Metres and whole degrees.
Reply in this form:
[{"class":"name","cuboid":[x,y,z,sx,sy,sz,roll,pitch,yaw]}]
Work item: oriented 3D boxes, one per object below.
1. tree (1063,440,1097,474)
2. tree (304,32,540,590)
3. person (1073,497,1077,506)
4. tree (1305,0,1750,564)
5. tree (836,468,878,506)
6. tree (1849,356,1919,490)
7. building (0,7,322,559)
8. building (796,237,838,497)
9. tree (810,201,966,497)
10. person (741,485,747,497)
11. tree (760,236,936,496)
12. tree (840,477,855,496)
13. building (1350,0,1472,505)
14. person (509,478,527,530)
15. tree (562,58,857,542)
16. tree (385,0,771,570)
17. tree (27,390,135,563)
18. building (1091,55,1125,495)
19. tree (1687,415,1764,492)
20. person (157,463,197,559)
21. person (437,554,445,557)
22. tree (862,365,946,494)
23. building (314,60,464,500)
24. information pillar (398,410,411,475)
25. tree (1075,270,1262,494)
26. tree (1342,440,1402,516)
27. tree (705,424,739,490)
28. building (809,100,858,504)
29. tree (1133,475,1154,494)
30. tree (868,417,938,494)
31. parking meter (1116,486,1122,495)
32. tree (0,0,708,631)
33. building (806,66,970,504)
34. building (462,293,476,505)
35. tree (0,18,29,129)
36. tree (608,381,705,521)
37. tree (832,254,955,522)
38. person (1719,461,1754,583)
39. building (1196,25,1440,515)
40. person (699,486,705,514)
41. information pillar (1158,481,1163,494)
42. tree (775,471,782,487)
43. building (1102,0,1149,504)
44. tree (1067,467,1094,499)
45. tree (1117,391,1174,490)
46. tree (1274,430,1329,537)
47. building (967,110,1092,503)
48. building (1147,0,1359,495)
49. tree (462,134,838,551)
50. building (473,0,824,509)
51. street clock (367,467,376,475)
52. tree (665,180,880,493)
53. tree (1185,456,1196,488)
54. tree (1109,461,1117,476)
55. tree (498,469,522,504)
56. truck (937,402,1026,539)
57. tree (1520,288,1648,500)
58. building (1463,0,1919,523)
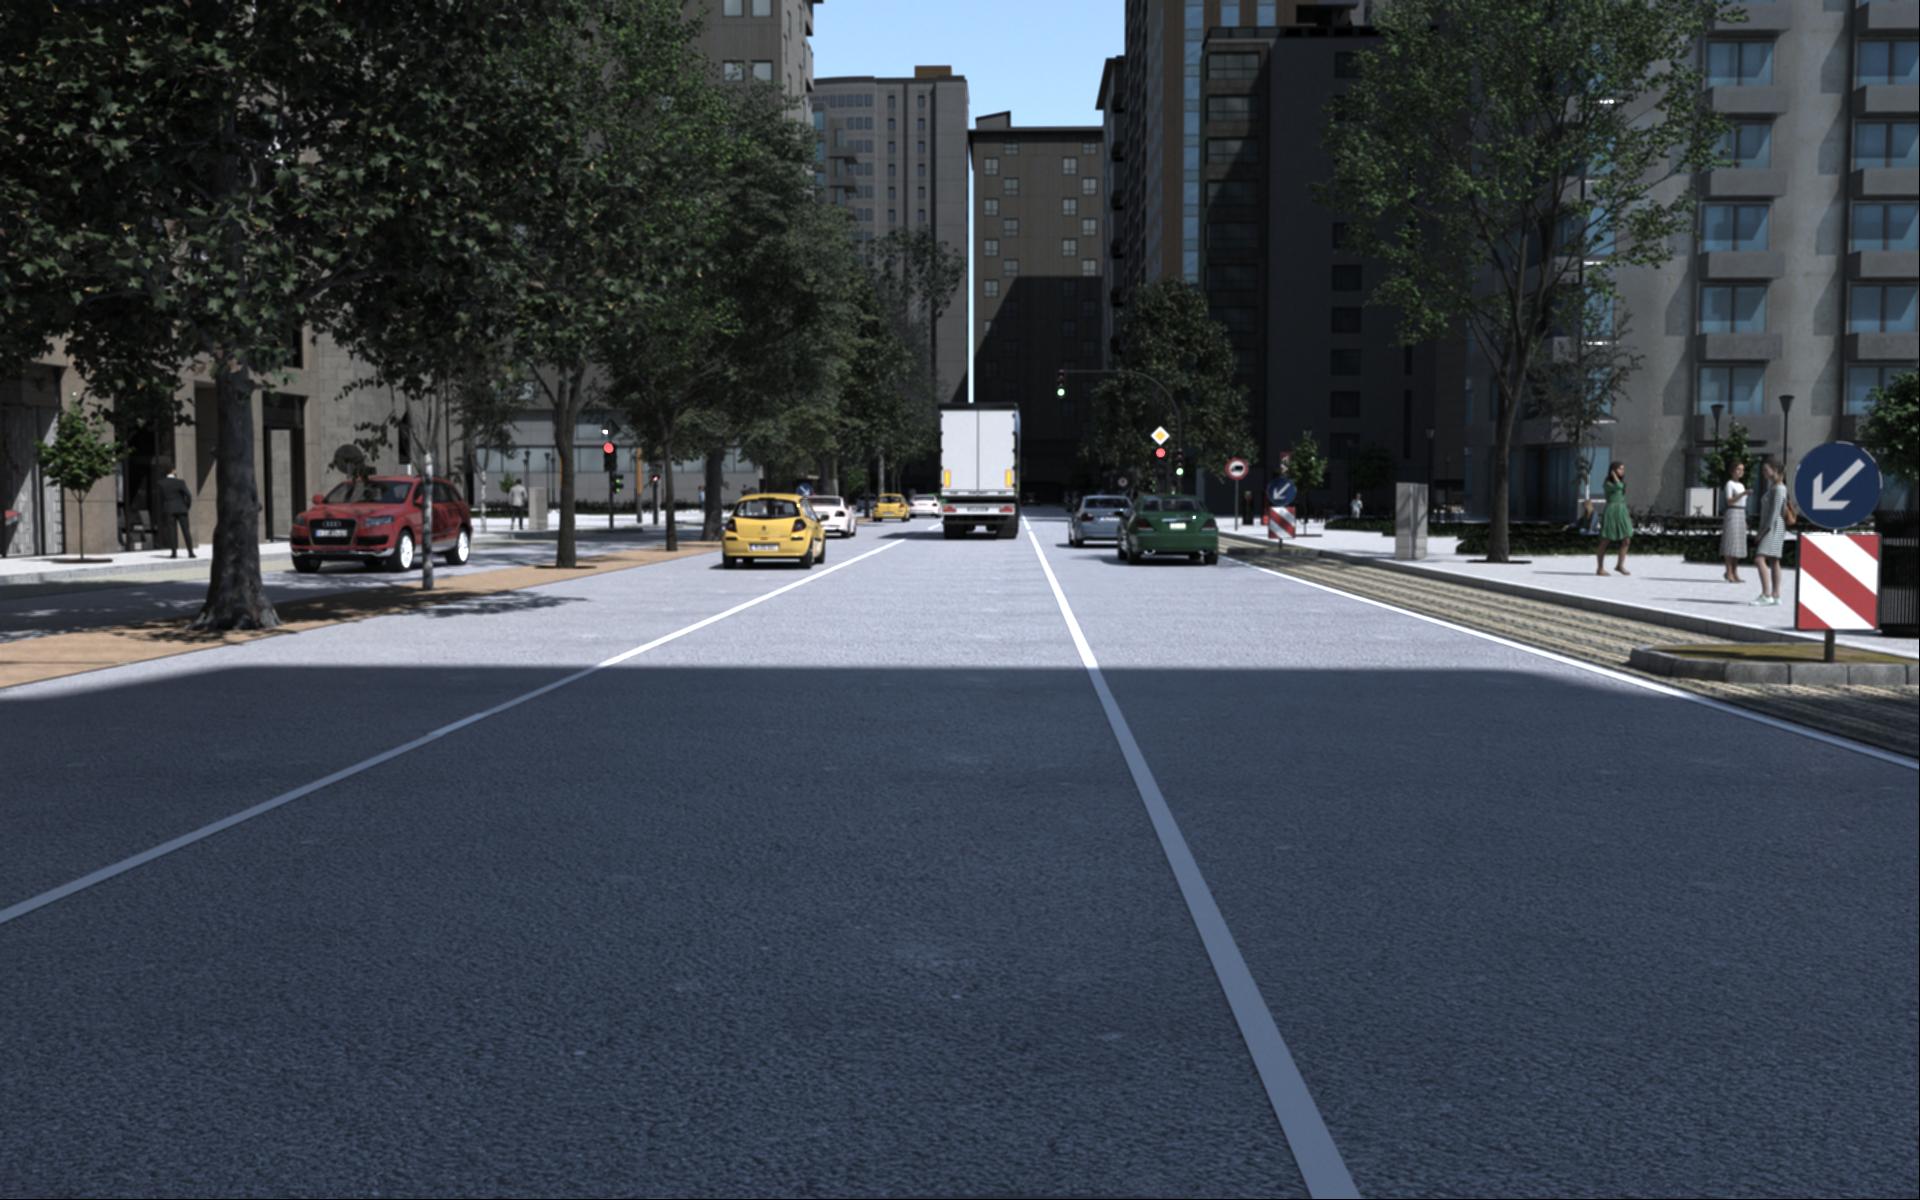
[{"class":"tree","cuboid":[15.759,-16.765,224.465,4.737,8.622,4.395,0,3,0]},{"class":"tree","cuboid":[-7.883,-4.452,25.615,4.360,8.622,3.978,0,3,0]},{"class":"person","cuboid":[9.565,-7.983,144.036,0.505,1.210,0.382,2,4,32]},{"class":"tree","cuboid":[10.179,-6.487,31.822,9.928,11.665,9.643,0,3,0]},{"class":"tree","cuboid":[-11.577,-12.914,194.849,4.285,4.588,4.351,0,3,0]},{"class":"tree","cuboid":[21.597,-3.363,38.702,4.285,4.588,4.351,0,3,0]},{"class":"building","cuboid":[-27.937,-13.850,30.963,19.350,26.468,34.151,0,4,2]},{"class":"building","cuboid":[-20.628,-25.154,182.965,14.160,30.474,14.107,0,4,2]},{"class":"tree","cuboid":[-6.286,-15.535,112.340,12.611,20.169,13.585,0,3,0]},{"class":"person","cuboid":[-14.340,-6.713,115.160,0.474,1.900,0.648,0,4,1]},{"class":"tree","cuboid":[-5.947,-9.549,75.586,9.611,12.733,9.660,0,3,0]},{"class":"tree","cuboid":[-11.927,-11.518,182.916,1.663,3.219,1.824,0,3,0]},{"class":"building","cuboid":[57.313,-47.053,207.569,20.611,71.187,20.563,0,4,2]},{"class":"person","cuboid":[-15.806,-3.426,61.898,0.661,1.843,0.795,0,4,-2]},{"class":"tree","cuboid":[-7.470,-8.728,51.822,9.857,13.997,8.962,0,3,0]},{"class":"tree","cuboid":[-7.446,-6.393,32.743,9.928,11.665,9.643,0,3,0]},{"class":"tree","cuboid":[-16.611,-2.313,32.415,1.663,3.219,1.824,0,3,0]},{"class":"building","cuboid":[31.001,-37.711,205.820,28.713,52.752,27.495,0,4,2]},{"class":"tree","cuboid":[18.917,-2.919,42.325,1.663,3.219,1.824,0,3,0]},{"class":"person","cuboid":[-15.651,-1.786,34.601,0.648,1.900,0.474,-1,4,-15]},{"class":"person","cuboid":[-11.929,-1.651,39.778,0.425,1.301,0.394,0,4,5]},{"class":"tree","cuboid":[-4.768,-12.037,125.020,9.928,11.665,9.643,0,3,0]},{"class":"building","cuboid":[-26.592,-12.398,57.463,16.860,20.320,10.420,0,4,2]},{"class":"information pillar","cuboid":[-15.427,-3.475,48.166,0.504,3.616,0.183,3,5,42]},{"class":"tree","cuboid":[10.703,-10.521,89.030,9.611,12.733,9.660,0,3,0]},{"class":"tree","cuboid":[24.308,-7.223,101.817,4.285,4.588,4.351,0,3,0]},{"class":"tree","cuboid":[-14.833,-9.306,102.513,4.360,8.622,3.978,0,3,0]},{"class":"building","cuboid":[-27.915,-36.116,210.107,30.456,49.044,23.786,0,4,2]},{"class":"tree","cuboid":[11.720,-6.875,107.008,1.663,3.219,1.824,0,3,0]},{"class":"tree","cuboid":[-4.613,-12.078,134.343,8.767,10.594,7.601,0,4,2]},{"class":"parking meter","cuboid":[11.720,-7.453,127.560,0.399,1.863,0.255,3,4,36]},{"class":"tree","cuboid":[-7.718,-6.043,18.263,9.611,12.733,9.660,0,3,0]},{"class":"building","cuboid":[-12.868,-42.813,241.999,28.212,58.520,21.231,0,4,2]},{"class":"building","cuboid":[-67.603,-47.323,211.989,20.611,71.187,20.563,0,4,2]},{"class":"tree","cuboid":[-8.393,-4.419,9.128,8.767,10.594,7.601,0,4,2]},{"class":"tree","cuboid":[-14.777,-8.125,83.198,4.360,8.622,3.978,0,3,0]},{"class":"tree","cuboid":[-5.805,-10.711,87.959,12.009,13.543,11.850,0,3,0]},{"class":"person","cuboid":[11.290,-1.128,25.059,0.480,1.755,0.524,-3,5,-40]},{"class":"building","cuboid":[22.072,-20.751,110.981,14.160,30.474,14.107,0,4,2]},{"class":"person","cuboid":[-16.437,-6.435,111.520,0.793,1.790,0.793,0,4,-5]},{"class":"information pillar","cuboid":[11.368,-5.737,98.289,0.304,2.012,0.304,0,4,3]},{"class":"tree","cuboid":[-14.017,-10.885,128.331,4.360,8.622,3.978,0,3,0]},{"class":"building","cuboid":[25.845,-45.452,181.395,20.563,71.187,20.611,0,4,2]},{"class":"tree","cuboid":[14.563,-13.825,209.752,4.285,4.588,4.351,0,3,0]},{"class":"tree","cuboid":[11.516,-9.196,100.713,4.360,8.622,3.978,0,3,0]},{"class":"tree","cuboid":[10.323,-3.536,52.408,1.663,3.219,1.824,0,3,0]},{"class":"building","cuboid":[15.124,-40.188,246.307,27.495,52.752,28.713,0,4,2]},{"class":"building","cuboid":[21.823,-29.514,132.658,14.600,45.320,14.200,0,4,2]},{"class":"tree","cuboid":[-7.133,-6.497,43.099,8.767,10.594,7.601,0,4,2]},{"class":"building","cuboid":[-28.147,-34.993,161.379,28.713,52.752,27.495,0,4,2]},{"class":"street clock","cuboid":[-15.687,-2.543,46.155,0.358,2.002,0.471,-1,4,-10]},{"class":"tree","cuboid":[-6.710,-8.564,60.600,7.486,12.596,7.792,0,3,0]},{"class":"tree","cuboid":[17.568,-8.455,121.954,4.285,4.588,4.351,0,3,0]},{"class":"tree","cuboid":[13.965,-12.236,150.426,4.360,8.622,3.978,0,3,0]},{"class":"tree","cuboid":[-35.143,-8.555,134.472,1.663,3.219,1.824,0,3,0]},{"class":"truck","cuboid":[0.789,-4.264,58.630,2.839,4.237,11.283,0,4,2]},{"class":"tree","cuboid":[21.577,-6.712,60.108,4.360,8.622,3.978,0,3,0]},{"class":"building","cuboid":[40.301,-28.411,84.127,30.456,49.044,23.786,0,4,2]}]
